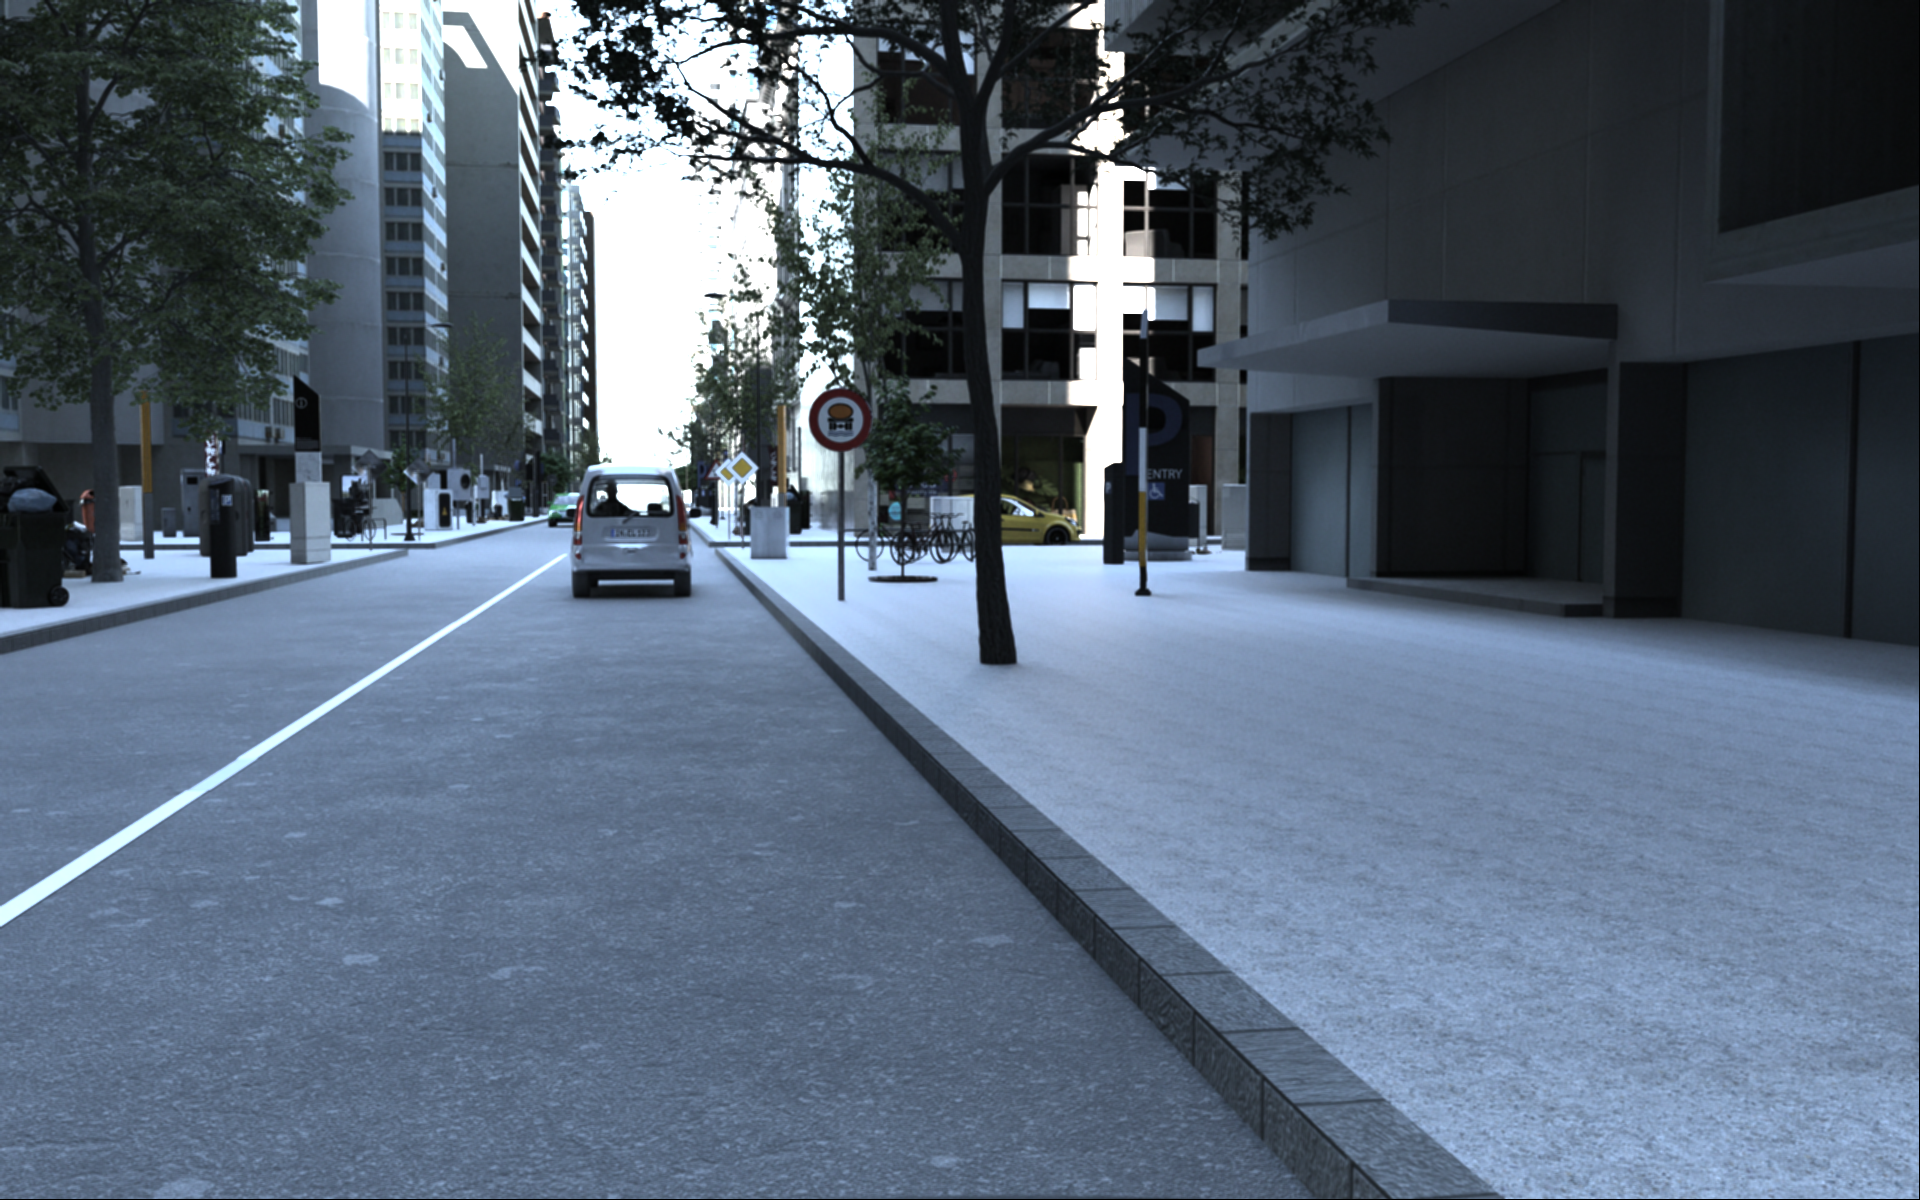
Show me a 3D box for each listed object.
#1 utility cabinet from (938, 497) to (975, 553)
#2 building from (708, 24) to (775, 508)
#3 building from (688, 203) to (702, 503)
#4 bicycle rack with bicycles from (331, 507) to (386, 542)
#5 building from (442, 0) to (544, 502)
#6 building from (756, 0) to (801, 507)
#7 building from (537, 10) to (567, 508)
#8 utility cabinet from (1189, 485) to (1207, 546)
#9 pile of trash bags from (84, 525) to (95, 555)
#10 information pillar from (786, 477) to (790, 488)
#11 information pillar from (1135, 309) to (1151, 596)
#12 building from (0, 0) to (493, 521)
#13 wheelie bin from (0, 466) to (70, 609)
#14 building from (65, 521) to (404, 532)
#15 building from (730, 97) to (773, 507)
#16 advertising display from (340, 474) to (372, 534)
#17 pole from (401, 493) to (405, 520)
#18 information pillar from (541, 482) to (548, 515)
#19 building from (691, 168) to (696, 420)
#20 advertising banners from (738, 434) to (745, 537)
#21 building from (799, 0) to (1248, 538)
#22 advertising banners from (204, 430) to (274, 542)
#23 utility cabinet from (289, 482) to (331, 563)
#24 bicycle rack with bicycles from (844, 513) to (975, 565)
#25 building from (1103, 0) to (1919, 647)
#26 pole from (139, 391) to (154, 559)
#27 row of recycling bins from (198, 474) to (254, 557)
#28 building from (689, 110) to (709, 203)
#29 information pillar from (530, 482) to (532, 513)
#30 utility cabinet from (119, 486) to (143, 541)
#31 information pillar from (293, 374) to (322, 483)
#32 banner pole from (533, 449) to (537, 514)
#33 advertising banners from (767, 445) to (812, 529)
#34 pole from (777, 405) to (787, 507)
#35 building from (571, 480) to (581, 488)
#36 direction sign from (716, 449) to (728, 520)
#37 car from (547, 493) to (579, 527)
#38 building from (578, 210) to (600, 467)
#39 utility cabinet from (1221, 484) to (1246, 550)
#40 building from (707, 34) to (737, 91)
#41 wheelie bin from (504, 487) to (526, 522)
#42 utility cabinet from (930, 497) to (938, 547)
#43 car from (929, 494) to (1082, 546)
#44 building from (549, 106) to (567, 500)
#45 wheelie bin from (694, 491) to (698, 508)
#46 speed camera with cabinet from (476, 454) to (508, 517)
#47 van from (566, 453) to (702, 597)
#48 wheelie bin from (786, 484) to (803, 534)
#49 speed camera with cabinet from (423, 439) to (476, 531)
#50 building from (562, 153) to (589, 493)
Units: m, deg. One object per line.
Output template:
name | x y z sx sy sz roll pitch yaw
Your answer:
utility cabinet | 0.012 -1.650 38.147 0.306 1.237 1.020 3 4 37
building | -10.506 -51.218 150.086 22.319 86.520 31.000 -1 4 -10
building | -31.354 -34.396 245.966 14.154 41.232 14.086 -1 4 -10
bicycle rack with bicycles | -17.062 -2.072 47.267 2.852 0.926 2.925 0 4 3
building | -42.778 -30.867 128.380 21.300 48.544 21.600 -1 4 -10
building | -2.776 -18.405 88.307 14.401 28.519 23.554 -1 4 -10
building | -46.936 -30.544 154.014 22.147 44.769 28.867 -1 4 -10
utility cabinet | 5.585 -2.065 42.436 0.318 1.500 1.173 -2 4 -26
pile of trash bags | -19.254 -1.575 35.507 3.447 1.369 1.912 -3 5 -40
information pillar | -7.640 -4.344 75.524 0.304 2.012 0.304 3 4 37
information pillar | 2.314 -1.863 21.821 0.183 3.616 0.504 1 4 9
building | -44.217 -25.183 103.617 32.217 40.220 23.993 -1 4 -10
wheelie bin | -10.568 -0.716 19.617 0.980 1.594 0.693 2 4 26
building | -38.390 -22.697 62.976 32.217 40.220 23.993 -1 4 -10
building | -7.171 -19.481 112.027 14.314 27.812 24.014 -1 4 -10
advertising display | -19.594 -3.120 56.226 0.974 1.923 0.123 -2 4 -31
pole | -27.500 -5.605 85.485 0.158 3.312 0.155 0 3 0
information pillar | -25.148 -6.137 104.836 0.304 2.012 0.304 -2 4 -27
building | -23.371 -36.999 224.548 23.786 49.044 30.456 -1 4 -10
advertising banners | -6.440 -3.358 51.099 0.090 3.025 2.074 -1 4 -11
building | 11.995 -15.784 62.592 34.151 26.468 19.350 -1 4 -10
advertising banners | -19.273 -3.057 46.168 0.090 3.025 2.074 2 4 34
utility cabinet | -12.035 -1.430 32.064 0.318 1.500 1.173 0 4 1
bicycle rack with bicycles | -0.805 -1.185 32.763 2.925 0.926 2.852 -3 5 -39
building | 17.796 -26.185 17.365 28.713 52.752 27.495 -1 4 -10
pole | -16.091 -2.472 34.265 0.158 3.312 0.155 0 3 0
row of recycling bins | -15.686 -1.827 36.991 1.069 1.692 3.534 -1 4 -19
building | -30.907 -44.339 266.940 21.231 58.520 28.212 -1 4 -10
information pillar | -25.288 -5.998 102.566 0.304 2.012 0.304 -2 4 -25
utility cabinet | -22.505 -2.345 47.021 1.173 1.500 0.318 3 5 44
information pillar | -12.776 -2.603 33.918 0.504 3.616 0.183 -1 4 -11
banner pole | -23.581 -6.490 96.124 0.401 3.779 0.863 0 4 0
advertising banners | -6.207 -4.093 63.103 0.090 3.025 2.074 3 5 44
pole | -4.096 -2.816 39.886 0.158 3.312 0.155 0 3 0
building | -62.513 -31.886 213.209 32.217 40.220 23.993 -1 4 -10
direction sign | -11.975 -5.826 87.247 0.876 3.537 0.379 3 4 38
car | -17.255 -4.151 76.661 1.959 1.807 4.718 -1 4 -10
building | -62.382 -37.556 264.146 14.600 45.320 14.200 -1 4 -10
utility cabinet | 6.544 -1.873 39.300 1.173 1.500 0.318 1 4 21
building | -15.202 -34.389 181.862 23.786 49.044 30.456 -1 4 -10
wheelie bin | -21.151 -4.573 82.675 0.980 1.594 0.693 3 4 39
utility cabinet | -0.198 -1.883 41.941 1.020 1.237 0.306 -1 4 -20
car | 1.204 -2.157 45.491 3.980 1.641 2.015 -1 4 -11
building | -47.800 -30.127 176.164 14.154 41.232 14.086 -1 4 -10
wheelie bin | -15.455 -5.820 103.058 0.693 1.594 0.980 -1 4 -13
speed camera with cabinet | -23.271 -5.631 86.410 2.038 3.252 0.660 -3 5 -41
van | -4.813 -1.133 25.537 2.013 2.044 4.112 -1 4 -9
wheelie bin | -5.403 -2.913 55.543 0.693 1.594 0.980 -1 4 -11
speed camera with cabinet | -18.114 -4.089 61.195 0.660 3.252 2.038 1 4 20
building | -63.457 -37.982 240.620 23.786 49.044 30.456 -1 4 -10
